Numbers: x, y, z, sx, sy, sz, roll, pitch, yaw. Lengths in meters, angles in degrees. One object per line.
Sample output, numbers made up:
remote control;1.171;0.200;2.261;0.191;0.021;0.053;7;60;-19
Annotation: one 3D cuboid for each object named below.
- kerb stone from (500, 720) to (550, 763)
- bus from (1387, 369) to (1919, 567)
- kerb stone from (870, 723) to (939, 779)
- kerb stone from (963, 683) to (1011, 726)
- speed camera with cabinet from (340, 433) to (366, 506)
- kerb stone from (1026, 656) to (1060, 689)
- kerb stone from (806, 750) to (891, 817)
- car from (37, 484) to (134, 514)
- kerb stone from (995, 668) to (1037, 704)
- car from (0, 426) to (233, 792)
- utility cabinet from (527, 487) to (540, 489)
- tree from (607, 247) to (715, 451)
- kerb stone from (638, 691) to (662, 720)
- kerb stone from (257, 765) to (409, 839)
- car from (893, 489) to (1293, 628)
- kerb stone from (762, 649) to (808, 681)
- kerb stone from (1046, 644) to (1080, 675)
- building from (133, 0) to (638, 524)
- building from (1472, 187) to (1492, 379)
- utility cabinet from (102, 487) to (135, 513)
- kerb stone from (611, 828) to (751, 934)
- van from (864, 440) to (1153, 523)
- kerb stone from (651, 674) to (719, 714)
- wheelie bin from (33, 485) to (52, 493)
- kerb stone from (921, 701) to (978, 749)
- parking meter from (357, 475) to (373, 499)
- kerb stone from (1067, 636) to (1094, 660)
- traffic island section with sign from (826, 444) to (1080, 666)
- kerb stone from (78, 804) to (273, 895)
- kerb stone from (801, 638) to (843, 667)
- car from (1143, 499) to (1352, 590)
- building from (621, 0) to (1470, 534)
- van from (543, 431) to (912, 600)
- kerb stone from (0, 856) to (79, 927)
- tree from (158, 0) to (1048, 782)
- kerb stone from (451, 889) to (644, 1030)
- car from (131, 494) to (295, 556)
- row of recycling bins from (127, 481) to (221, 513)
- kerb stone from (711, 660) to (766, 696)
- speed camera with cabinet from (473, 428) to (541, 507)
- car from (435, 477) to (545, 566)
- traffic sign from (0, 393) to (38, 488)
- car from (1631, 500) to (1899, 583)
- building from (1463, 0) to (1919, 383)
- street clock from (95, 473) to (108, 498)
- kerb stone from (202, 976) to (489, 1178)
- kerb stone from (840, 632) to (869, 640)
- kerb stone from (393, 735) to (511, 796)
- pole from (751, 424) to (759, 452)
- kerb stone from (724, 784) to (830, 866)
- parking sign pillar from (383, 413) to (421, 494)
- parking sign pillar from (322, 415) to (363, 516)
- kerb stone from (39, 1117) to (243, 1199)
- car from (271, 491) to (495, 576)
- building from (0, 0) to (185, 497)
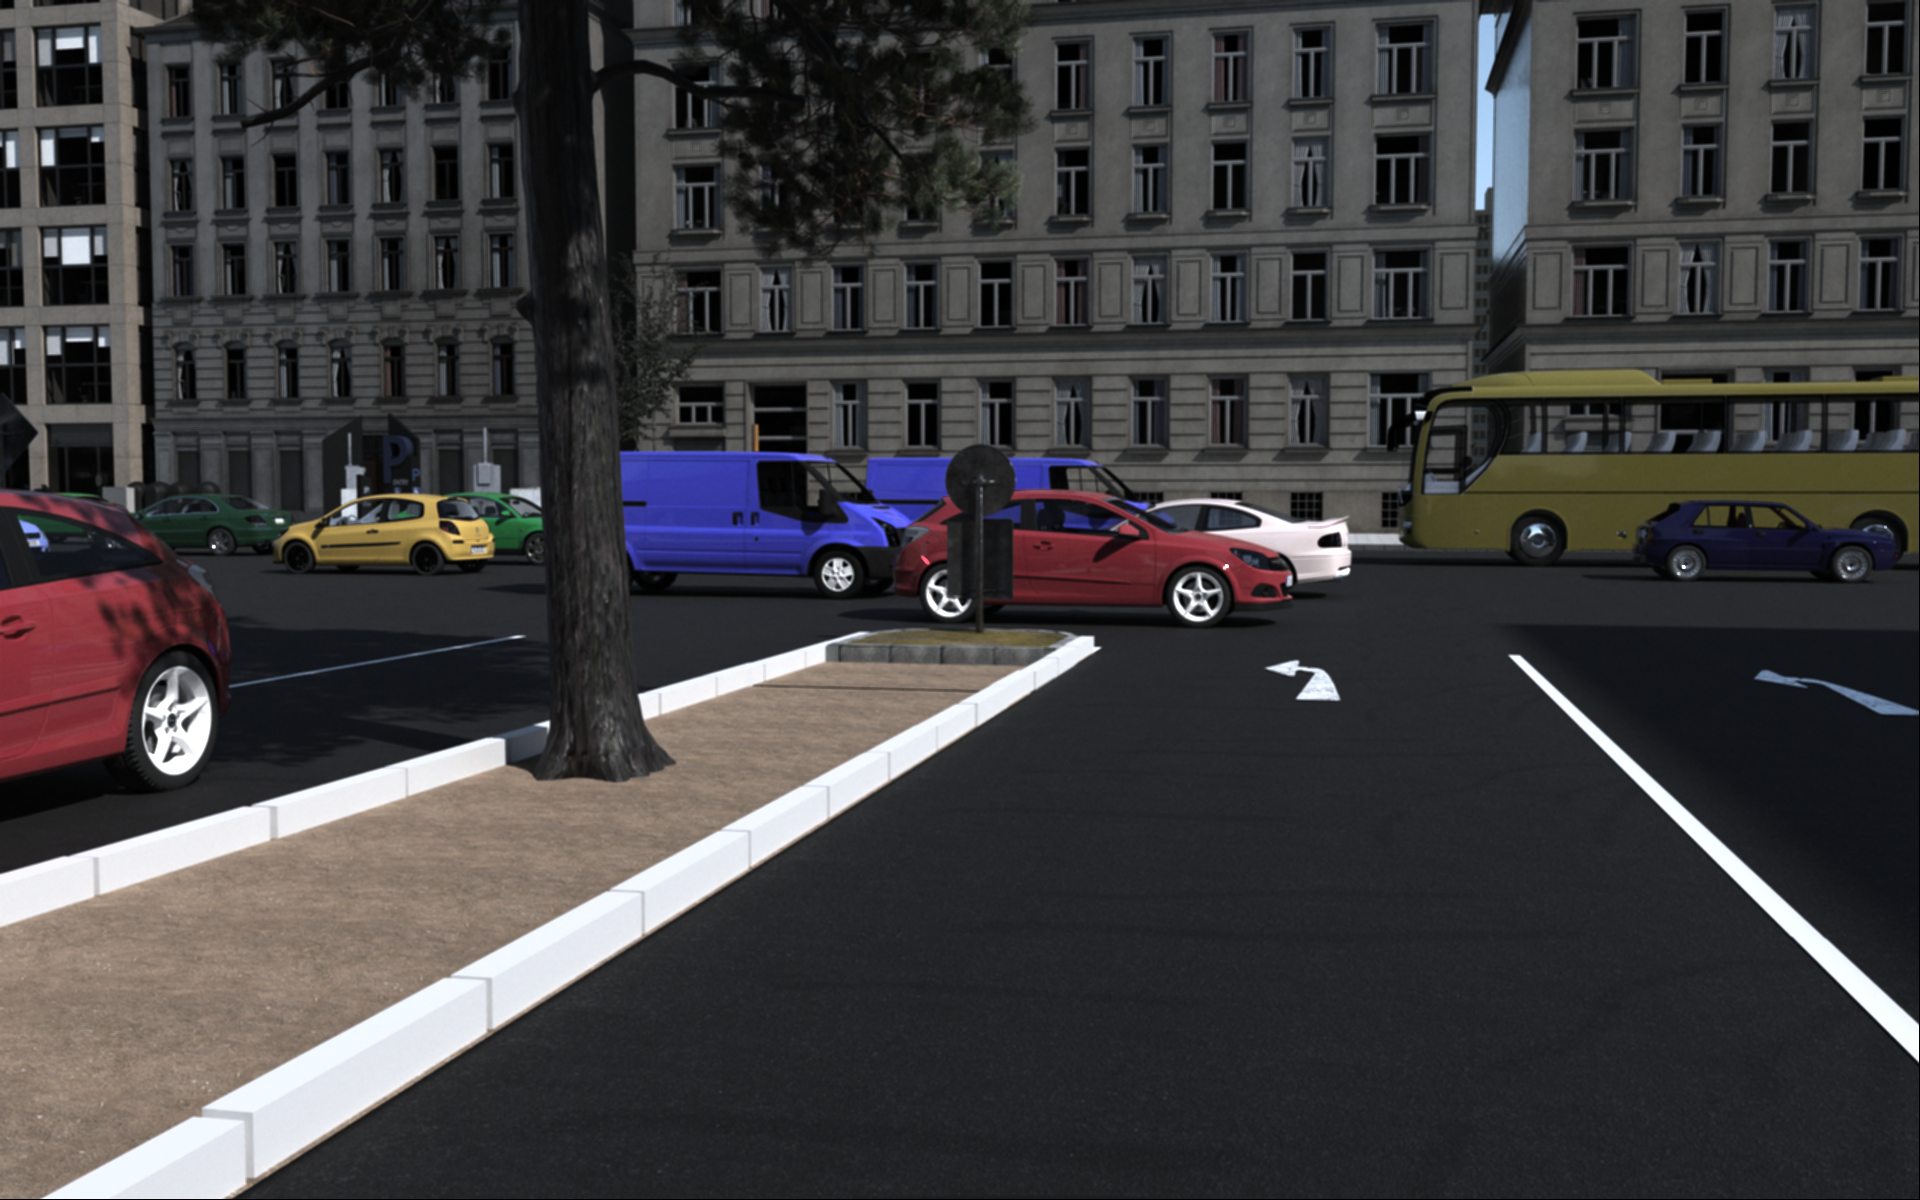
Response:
kerb stone;-2.322;0.773;9.657;0.120;0.150;1.000;1;4;13
bus;14.772;-2.616;34.317;12.252;3.916;2.896;1;4;13
kerb stone;-0.297;0.800;9.113;0.120;0.150;1.000;1;4;13
kerb stone;0.158;0.677;11.123;0.120;0.150;1.000;1;4;13
speed camera with cabinet;-19.413;-3.739;55.468;0.660;3.252;2.038;-1;4;-12
kerb stone;0.602;0.563;13.136;0.120;0.150;1.000;1;4;13
kerb stone;-0.523;0.861;8.112;0.120;0.150;1.000;1;4;13
car;-25.576;-2.526;50.099;4.718;1.807;1.959;1;4;14
kerb stone;0.371;0.616;12.127;0.120;0.150;1.000;1;4;13
car;-4.922;0.118;7.111;2.155;1.783;4.494;1;4;11
utility cabinet;-12.903;-2.725;53.241;0.318;1.500;1.173;1;4;14
tree;-9.377;-6.166;51.182;4.360;8.622;3.978;0;3;0
kerb stone;-2.103;0.706;10.659;0.120;0.150;1.000;1;4;13
kerb stone;-2.765;0.894;7.647;0.120;0.150;1.000;1;4;13
car;1.488;-0.645;19.593;4.494;1.783;2.155;1;4;14
kerb stone;-1.432;0.526;13.678;0.120;0.150;1.000;1;4;13
kerb stone;0.825;0.497;14.145;0.120;0.150;1.000;1;4;13
building;-20.647;-13.345;67.347;18.267;20.994;9.793;1;4;13
building;69.876;-32.402;221.661;23.993;40.220;32.217;1;4;13
utility cabinet;-25.751;-2.714;53.056;1.173;1.500;0.318;2;4;30
kerb stone;-0.969;0.984;6.100;0.120;0.150;1.000;1;4;13
van;1.047;-1.493;28.796;5.245;2.365;2.240;1;4;13
kerb stone;-1.877;0.644;11.670;0.120;0.150;1.000;1;4;13
wheelie bin;-30.746;-3.074;58.171;0.693;1.594;0.980;-1;4;-18
kerb stone;-0.075;0.743;10.123;0.120;0.150;1.000;1;4;13
parking meter;-17.863;-2.830;51.980;0.255;1.863;0.399;3;4;37
kerb stone;1.043;0.431;15.150;0.120;0.150;1.000;1;4;13
traffic island section with sign;0.047;-0.445;15.407;2.006;1.907;1.989;1;4;13
kerb stone;-3.002;0.956;6.641;0.120;0.150;1.000;1;4;13
kerb stone;-1.210;0.463;14.680;0.120;0.150;1.000;1;4;13
car;3.111;-0.754;24.695;4.827;1.381;2.083;1;4;14
building;4.024;-14.166;64.895;30.059;22.955;16.112;1;4;13
van;-3.163;-1.244;24.722;5.245;2.365;2.240;1;4;13
kerb stone;-3.225;1.013;5.638;0.120;0.150;1.000;1;4;13
tree;-2.018;-6.046;8.735;7.806;13.903;7.818;0;3;0
kerb stone;-1.192;1.046;5.098;0.120;0.150;1.000;1;4;13
car;-18.210;-1.796;41.156;4.920;1.459;2.131;1;4;14
row of recycling bins;-25.903;-3.049;56.959;3.534;1.692;1.069;1;4;15
kerb stone;-1.656;0.582;12.675;0.120;0.150;1.000;1;4;13
speed camera with cabinet;-13.432;-3.510;51.718;2.038;3.252;0.660;0;4;1
car;-9.585;-1.646;35.714;4.718;1.807;1.959;1;4;12
traffic sign;-9.507;-0.831;17.226;0.795;2.450;0.064;1;4;13
car;13.330;-0.993;28.816;3.894;1.354;1.945;1;4;13
building;33.497;-13.803;58.967;30.059;22.955;16.112;1;4;13
street clock;-30.155;-3.444;60.884;0.471;2.002;0.358;2;4;35
kerb stone;-1.417;1.107;4.096;0.120;0.150;1.000;1;4;13
kerb stone;-0.987;0.403;15.683;0.120;0.150;1.000;1;4;13
kerb stone;-2.548;0.833;8.650;0.120;0.150;1.000;1;4;13
pole;-6.000;-3.481;50.762;0.158;3.312;0.155;0;3;0
kerb stone;-0.748;0.923;7.108;0.120;0.150;1.000;1;4;13
parking sign pillar;-18.495;-4.214;57.376;1.447;3.967;1.447;2;4;28
parking sign pillar;-20.930;-4.298;58.750;1.447;3.967;1.447;-1;4;-21
kerb stone;-1.638;1.175;3.091;0.120;0.150;1.000;1;4;13
car;-10.527;-1.302;31.512;3.980;1.641;2.015;1;4;14
building;-45.674;-16.691;77.407;34.151;26.468;19.350;1;4;13
